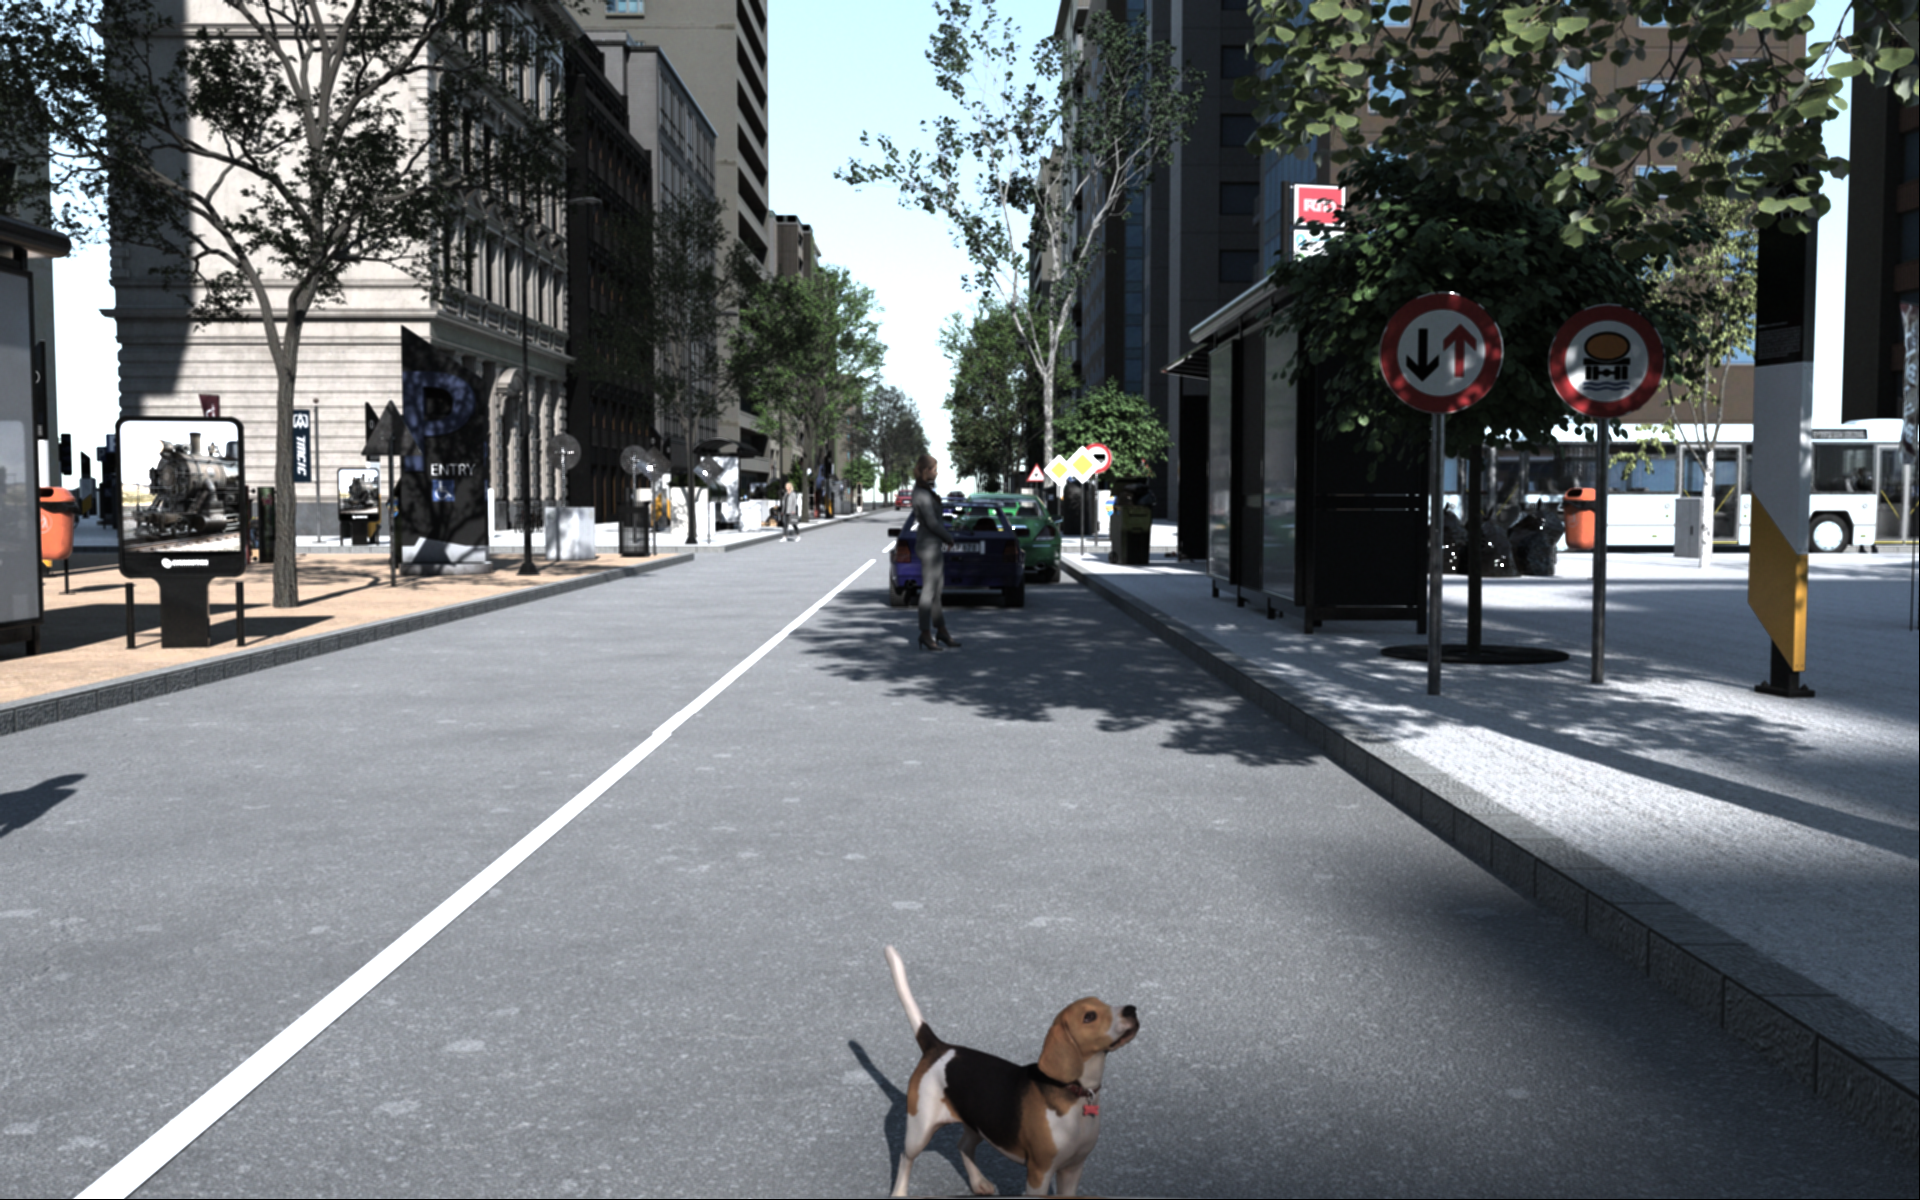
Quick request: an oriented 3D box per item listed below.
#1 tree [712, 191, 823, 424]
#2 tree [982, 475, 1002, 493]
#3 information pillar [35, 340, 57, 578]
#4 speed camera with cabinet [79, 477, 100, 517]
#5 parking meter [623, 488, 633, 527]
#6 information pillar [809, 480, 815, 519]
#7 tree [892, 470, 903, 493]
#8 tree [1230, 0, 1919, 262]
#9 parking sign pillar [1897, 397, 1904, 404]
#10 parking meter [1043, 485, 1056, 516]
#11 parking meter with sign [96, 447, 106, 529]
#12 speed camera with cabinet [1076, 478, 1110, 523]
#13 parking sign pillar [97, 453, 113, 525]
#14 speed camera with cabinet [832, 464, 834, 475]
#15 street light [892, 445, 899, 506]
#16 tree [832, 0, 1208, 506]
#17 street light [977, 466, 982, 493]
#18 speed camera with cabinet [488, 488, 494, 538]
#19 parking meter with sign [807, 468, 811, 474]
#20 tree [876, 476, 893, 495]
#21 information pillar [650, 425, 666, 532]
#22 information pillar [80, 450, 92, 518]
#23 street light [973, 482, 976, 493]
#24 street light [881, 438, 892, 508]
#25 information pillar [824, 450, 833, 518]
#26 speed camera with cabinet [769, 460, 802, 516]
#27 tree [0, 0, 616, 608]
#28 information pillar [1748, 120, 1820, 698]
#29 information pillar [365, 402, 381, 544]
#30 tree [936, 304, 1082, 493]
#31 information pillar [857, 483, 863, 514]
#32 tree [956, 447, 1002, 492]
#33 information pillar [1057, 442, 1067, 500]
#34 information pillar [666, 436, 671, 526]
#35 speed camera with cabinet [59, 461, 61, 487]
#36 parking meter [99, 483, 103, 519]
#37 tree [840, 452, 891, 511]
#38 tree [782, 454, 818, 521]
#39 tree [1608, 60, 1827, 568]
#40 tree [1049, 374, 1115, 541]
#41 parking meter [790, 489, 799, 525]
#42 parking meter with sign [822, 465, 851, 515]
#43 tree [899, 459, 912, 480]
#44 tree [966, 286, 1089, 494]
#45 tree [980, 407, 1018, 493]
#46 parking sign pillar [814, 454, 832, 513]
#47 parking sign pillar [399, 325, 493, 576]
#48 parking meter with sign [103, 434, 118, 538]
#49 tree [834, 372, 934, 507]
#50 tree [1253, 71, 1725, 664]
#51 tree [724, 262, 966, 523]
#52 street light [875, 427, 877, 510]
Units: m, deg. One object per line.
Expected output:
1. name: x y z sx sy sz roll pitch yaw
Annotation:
1. tree: -7.755 -7.128 50.960 8.767 10.594 7.601 1 4 15
2. tree: 3.739 -12.967 206.603 1.663 3.219 1.824 0 3 0
3. information pillar: -14.187 -2.153 26.555 0.504 3.616 0.183 1 4 15
4. speed camera with cabinet: -47.911 -6.237 96.312 0.660 3.252 2.038 2 4 24
5. parking meter: -12.924 -3.609 67.411 0.372 1.533 0.369 0 3 0
6. information pillar: -7.529 -5.101 87.896 0.304 2.012 0.304 0 4 -6
7. tree: -8.651 -14.184 215.616 4.285 4.588 4.351 0 3 0
8. tree: 4.008 -5.313 4.992 7.486 12.596 7.792 0 3 0
9. parking sign pillar: 26.415 -3.625 47.747 1.447 3.967 1.447 -3 4 -36
10. parking meter: 2.640 -2.614 51.142 0.372 1.533 0.369 0 3 0
11. parking meter with sign: -31.045 -4.160 64.273 0.543 3.016 1.738 2 4 28
12. speed camera with cabinet: 6.038 -5.020 76.416 2.038 3.252 0.660 -3 4 -36
13. parking sign pillar: -35.417 -5.142 72.543 1.447 3.967 1.447 0 4 -2
14. speed camera with cabinet: -8.198 -7.257 112.995 0.660 3.252 2.038 0 4 4
15. street light: -6.599 -11.718 164.133 1.470 5.913 1.316 0 4 0
16. tree: 2.042 -12.781 64.866 12.611 20.169 13.585 0 3 0
17. street light: 2.116 -9.577 129.127 1.470 5.913 1.316 0 4 0
18. speed camera with cabinet: -14.665 -3.431 50.436 2.038 3.252 0.660 -3 4 -36
19. parking meter with sign: -9.561 -7.422 117.616 1.738 3.016 0.543 -3 5 -43
20. tree: -7.398 -10.490 166.119 1.663 3.219 1.824 0 3 0
21. information pillar: -10.238 -4.095 58.300 0.504 3.616 0.183 3 5 43
22. information pillar: -46.600 -6.177 92.345 0.504 3.616 0.183 -1 4 -19
23. street light: 1.870 -13.595 194.818 1.470 5.913 1.316 0 4 0
24. street light: -6.532 -10.384 142.321 1.470 5.913 1.316 0 4 0
25. information pillar: -6.966 -6.128 91.549 0.183 3.616 0.504 2 4 35
26. speed camera with cabinet: -10.171 -6.585 101.993 2.038 3.252 0.660 1 4 12
27. tree: -7.671 -5.172 18.981 8.767 10.594 7.601 0 4 -1
28. information pillar: 5.255 -1.204 11.046 0.183 3.616 0.504 -1 4 -11
29. information pillar: -15.037 -3.243 44.370 0.183 3.616 0.504 1 4 14
30. tree: 2.832 -11.480 104.708 9.611 12.733 9.660 0 3 0
31. information pillar: -6.583 -6.685 113.785 0.304 2.012 0.304 1 4 11
32. tree: 3.047 -17.429 219.369 7.601 10.594 8.767 3 4 39
33. information pillar: 4.510 -5.259 77.340 0.504 3.616 0.183 2 4 29
34. information pillar: -11.861 -4.815 70.080 0.183 3.616 0.504 2 4 25
35. speed camera with cabinet: -24.702 -3.155 45.924 2.038 3.252 0.660 2 4 30
36. parking meter: -44.284 -5.128 89.550 0.255 1.863 0.399 0 4 2
37. tree: -7.682 -9.240 134.782 4.285 4.588 4.351 0 3 0
38. tree: -7.904 -5.414 83.118 1.663 3.219 1.824 0 3 0
39. tree: 12.876 -4.873 30.034 4.737 8.622 4.395 0 3 0
40. tree: 4.227 -3.906 47.570 4.285 4.588 4.351 0 3 0
41. parking meter: -6.973 -3.935 72.754 0.372 1.533 0.369 0 3 0
42. parking meter with sign: -7.457 -6.652 105.015 1.738 3.016 0.543 2 4 27
43. tree: -8.389 -21.073 278.961 7.601 10.594 8.767 -2 4 -35
44. tree: 2.765 -9.920 87.944 9.928 11.665 9.643 0 3 0
45. tree: 2.982 -11.300 135.114 4.360 8.622 3.978 0 3 0
46. parking sign pillar: -9.040 -7.776 115.604 1.447 3.967 1.447 -1 4 -13
47. parking sign pillar: -8.239 -2.397 27.668 1.447 3.967 1.447 0 4 -7
48. parking meter with sign: -24.519 -3.351 51.042 0.543 3.016 1.738 0 4 -6
49. tree: -7.667 -16.178 174.885 12.009 13.543 11.850 0 3 0
50. tree: 4.042 -1.833 13.681 4.285 4.588 4.351 0 3 0
51. tree: -6.742 -9.231 76.687 9.928 11.665 9.643 0 3 0
52. street light: -6.493 -9.040 120.344 1.470 5.913 1.316 0 4 0
